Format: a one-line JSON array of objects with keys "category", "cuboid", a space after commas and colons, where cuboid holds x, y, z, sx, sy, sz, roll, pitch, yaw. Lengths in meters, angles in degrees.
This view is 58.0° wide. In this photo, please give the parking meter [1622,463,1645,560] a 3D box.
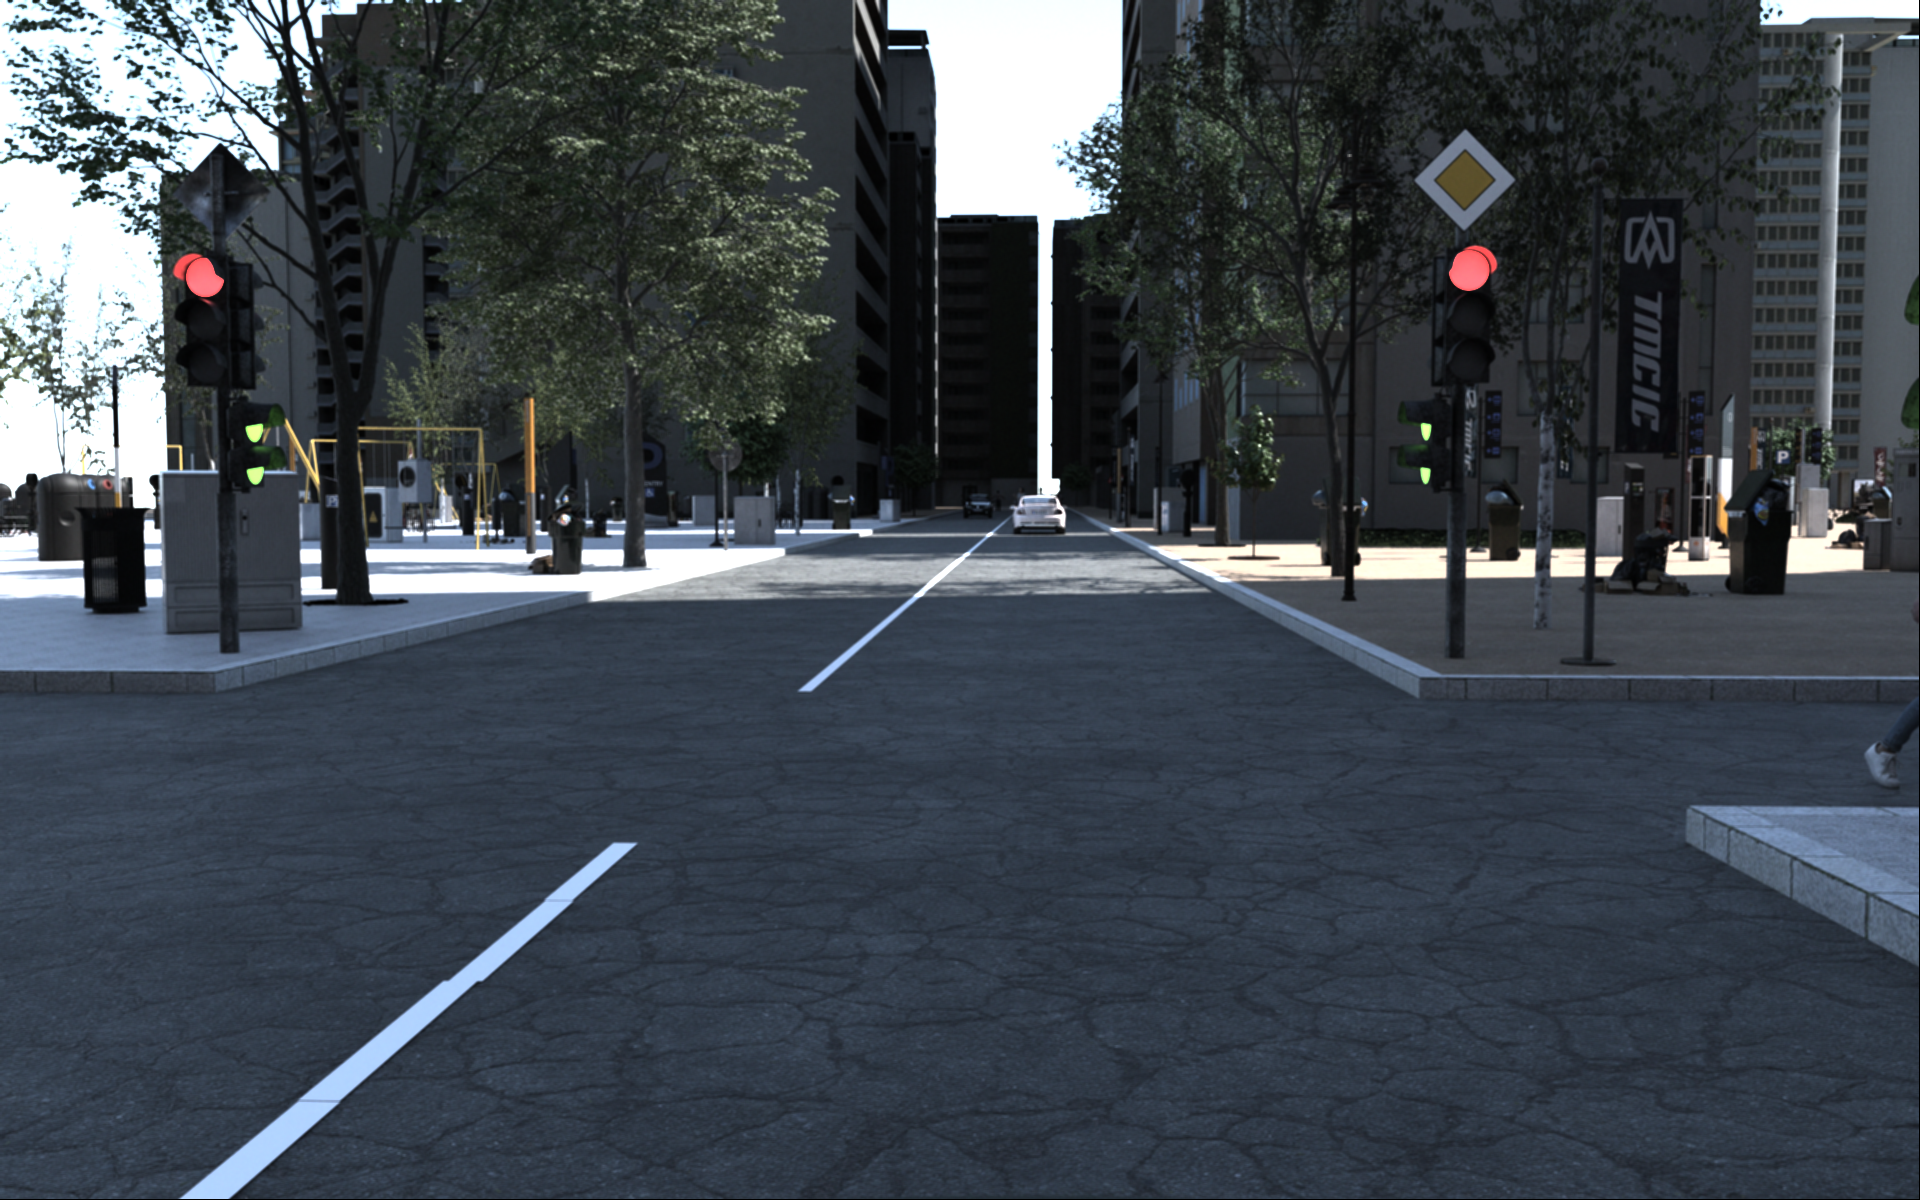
[{"category": "parking meter", "cuboid": [12.690, -1.647, 32.635, 0.255, 1.863, 0.399, 0, 4, -1]}]

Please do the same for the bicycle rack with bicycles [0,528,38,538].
[{"category": "bicycle rack with bicycles", "cuboid": [-28.481, -2.296, 50.917, 2.852, 0.926, 2.925, 3, 4, 37]}]

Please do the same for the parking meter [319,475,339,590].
[{"category": "parking meter", "cuboid": [-8.446, -0.917, 23.399, 0.372, 1.533, 0.369, 0, 3, 0]}]

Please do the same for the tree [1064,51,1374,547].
[{"category": "tree", "cuboid": [6.226, -7.104, 41.902, 9.928, 11.665, 9.643, 0, 3, 0]}]

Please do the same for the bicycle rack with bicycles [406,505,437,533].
[{"category": "bicycle rack with bicycles", "cuboid": [-18.664, -2.733, 58.069, 2.852, 0.926, 2.925, 0, 4, 5]}]

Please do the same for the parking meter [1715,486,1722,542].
[{"category": "parking meter", "cuboid": [20.400, -2.318, 46.310, 0.372, 1.533, 0.369, 0, 3, 0]}]

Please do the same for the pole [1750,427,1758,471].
[{"category": "pole", "cuboid": [24.212, -3.612, 52.891, 0.158, 3.312, 0.155, 0, 3, 0]}]

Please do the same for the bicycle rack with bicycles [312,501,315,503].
[{"category": "bicycle rack with bicycles", "cuboid": [-32.489, -4.617, 88.876, 2.925, 0.926, 2.852, -3, 5, -41]}]

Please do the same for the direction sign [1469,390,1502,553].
[{"category": "direction sign", "cuboid": [11.416, -2.817, 38.047, 0.876, 3.537, 0.379, 1, 4, 19]}]

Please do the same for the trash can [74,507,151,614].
[{"category": "trash can", "cuboid": [-9.147, -0.433, 18.734, 0.748, 1.137, 0.748, 0, 3, 0]}]

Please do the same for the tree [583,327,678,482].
[{"category": "tree", "cuboid": [-13.160, -7.351, 70.550, 4.360, 8.622, 3.978, 0, 3, 0]}]

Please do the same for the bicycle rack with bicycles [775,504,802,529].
[{"category": "bicycle rack with bicycles", "cuboid": [-7.176, -3.160, 65.043, 2.852, 0.926, 2.925, -1, 4, -10]}]

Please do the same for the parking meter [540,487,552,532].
[{"category": "parking meter", "cuboid": [-13.916, -3.047, 58.227, 0.372, 1.533, 0.369, 0, 3, 0]}]

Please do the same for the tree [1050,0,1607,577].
[{"category": "tree", "cuboid": [5.880, -5.662, 26.981, 8.767, 10.594, 7.601, -1, 4, -10]}]

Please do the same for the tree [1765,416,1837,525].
[{"category": "tree", "cuboid": [35.195, -5.446, 72.756, 4.285, 4.588, 4.351, 0, 3, 0]}]

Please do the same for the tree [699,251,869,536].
[{"category": "tree", "cuboid": [-4.956, -6.302, 53.405, 4.737, 8.622, 4.395, 0, 3, 0]}]

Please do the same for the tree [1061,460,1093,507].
[{"category": "tree", "cuboid": [11.176, -11.148, 165.984, 4.285, 4.588, 4.351, 0, 3, 0]}]

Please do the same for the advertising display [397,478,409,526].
[{"category": "advertising display", "cuboid": [-22.287, -3.919, 69.287, 0.123, 1.923, 0.974, 0, 4, 2]}]

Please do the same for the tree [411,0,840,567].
[{"category": "tree", "cuboid": [-6.145, -6.867, 30.409, 7.486, 12.596, 7.792, 0, 3, 0]}]

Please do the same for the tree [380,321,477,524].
[{"category": "tree", "cuboid": [-22.077, -7.490, 72.816, 4.737, 8.622, 4.395, 0, 3, 0]}]

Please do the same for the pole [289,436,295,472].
[{"category": "pole", "cuboid": [-23.422, -4.095, 60.800, 0.158, 3.312, 0.155, 0, 3, 0]}]

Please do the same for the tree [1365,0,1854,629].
[{"category": "tree", "cuboid": [5.782, -4.027, 16.198, 4.360, 8.622, 3.978, 0, 3, 0]}]

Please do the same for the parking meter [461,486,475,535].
[{"category": "parking meter", "cuboid": [-15.349, -2.790, 54.035, 0.372, 1.533, 0.369, 0, 3, 0]}]

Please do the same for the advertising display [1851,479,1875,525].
[{"category": "advertising display", "cuboid": [37.979, -4.137, 72.850, 0.974, 1.923, 0.123, 0, 4, -7]}]

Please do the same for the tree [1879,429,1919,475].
[{"category": "tree", "cuboid": [27.824, -3.431, 50.706, 1.663, 3.219, 1.824, 0, 3, 0]}]

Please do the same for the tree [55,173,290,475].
[{"category": "tree", "cuboid": [-17.355, -5.469, 39.784, 4.360, 8.622, 3.978, 0, 3, 0]}]

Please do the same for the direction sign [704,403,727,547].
[{"category": "direction sign", "cuboid": [-5.949, -3.075, 42.266, 0.379, 3.537, 0.876, -3, 5, -45]}]

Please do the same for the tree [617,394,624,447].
[{"category": "tree", "cuboid": [-17.953, -8.188, 84.243, 4.737, 8.622, 4.395, 0, 3, 0]}]

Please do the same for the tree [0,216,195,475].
[{"category": "tree", "cuboid": [-24.031, -5.898, 46.790, 4.360, 8.622, 3.978, 0, 3, 0]}]

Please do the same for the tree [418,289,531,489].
[{"category": "tree", "cuboid": [-17.715, -6.878, 62.819, 4.360, 8.622, 3.978, 0, 3, 0]}]

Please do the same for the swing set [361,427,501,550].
[{"category": "swing set", "cuboid": [-12.557, -2.633, 40.672, 3.119, 2.851, 2.862, -1, 4, -10]}]

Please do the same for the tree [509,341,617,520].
[{"category": "tree", "cuboid": [-18.722, -7.871, 79.058, 4.737, 8.622, 4.395, 0, 3, 0]}]

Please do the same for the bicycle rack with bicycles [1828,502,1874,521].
[{"category": "bicycle rack with bicycles", "cuboid": [45.335, -4.442, 86.005, 2.925, 0.926, 2.852, 0, 4, 0]}]

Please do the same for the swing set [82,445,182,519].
[{"category": "swing set", "cuboid": [-26.566, -3.533, 55.378, 3.119, 2.851, 2.862, -2, 4, -23]}]

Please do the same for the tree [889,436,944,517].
[{"category": "tree", "cuboid": [-2.623, -6.988, 97.968, 4.285, 4.588, 4.351, 0, 3, 0]}]

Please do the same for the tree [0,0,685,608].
[{"category": "tree", "cuboid": [-7.030, -5.763, 19.982, 9.928, 11.665, 9.643, 0, 3, 0]}]

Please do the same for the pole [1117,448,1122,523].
[{"category": "pole", "cuboid": [7.108, -5.099, 77.206, 0.158, 3.312, 0.155, 0, 3, 0]}]

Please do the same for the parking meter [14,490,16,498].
[{"category": "parking meter", "cuboid": [-47.181, -4.795, 86.810, 0.372, 1.533, 0.369, 0, 3, 0]}]

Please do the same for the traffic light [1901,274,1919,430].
[{"category": "traffic light", "cuboid": [3.504, -1.014, 5.493, 0.839, 4.253, 0.868, 0, 4, 3]}]

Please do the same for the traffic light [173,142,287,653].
[{"category": "traffic light", "cuboid": [-5.891, -1.527, 13.889, 0.839, 4.253, 0.868, 0, 4, 3]}]

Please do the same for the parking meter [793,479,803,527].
[{"category": "parking meter", "cuboid": [-6.372, -3.809, 67.988, 0.255, 1.863, 0.399, -2, 4, -32]}]

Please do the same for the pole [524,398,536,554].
[{"category": "pole", "cuboid": [-9.154, -2.631, 36.867, 0.158, 3.312, 0.155, 0, 3, 0]}]

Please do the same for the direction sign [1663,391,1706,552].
[{"category": "direction sign", "cuboid": [15.981, -2.831, 38.284, 0.876, 3.537, 0.379, 3, 5, 43]}]

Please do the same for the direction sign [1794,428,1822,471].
[{"category": "direction sign", "cuboid": [29.124, -4.131, 59.537, 0.379, 3.537, 0.876, -3, 5, -45]}]

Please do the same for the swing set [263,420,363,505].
[{"category": "swing set", "cuboid": [-13.339, -2.220, 33.910, 2.862, 2.851, 3.119, -1, 4, -21]}]

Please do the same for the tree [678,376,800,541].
[{"category": "tree", "cuboid": [-5.960, -3.911, 47.655, 4.285, 4.588, 4.351, 0, 3, 0]}]

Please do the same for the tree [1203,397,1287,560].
[{"category": "tree", "cuboid": [5.876, -2.416, 34.095, 1.663, 3.219, 1.824, 0, 3, 0]}]

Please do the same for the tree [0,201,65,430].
[{"category": "tree", "cuboid": [-23.685, -5.540, 40.940, 4.737, 8.622, 4.395, 0, 3, 0]}]

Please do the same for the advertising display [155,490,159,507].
[{"category": "advertising display", "cuboid": [-35.379, -4.407, 77.261, 0.974, 1.923, 0.123, -2, 4, -29]}]

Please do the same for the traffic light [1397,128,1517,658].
[{"category": "traffic light", "cuboid": [3.861, -1.501, 13.470, 0.839, 4.253, 0.868, 0, 4, 3]}]
